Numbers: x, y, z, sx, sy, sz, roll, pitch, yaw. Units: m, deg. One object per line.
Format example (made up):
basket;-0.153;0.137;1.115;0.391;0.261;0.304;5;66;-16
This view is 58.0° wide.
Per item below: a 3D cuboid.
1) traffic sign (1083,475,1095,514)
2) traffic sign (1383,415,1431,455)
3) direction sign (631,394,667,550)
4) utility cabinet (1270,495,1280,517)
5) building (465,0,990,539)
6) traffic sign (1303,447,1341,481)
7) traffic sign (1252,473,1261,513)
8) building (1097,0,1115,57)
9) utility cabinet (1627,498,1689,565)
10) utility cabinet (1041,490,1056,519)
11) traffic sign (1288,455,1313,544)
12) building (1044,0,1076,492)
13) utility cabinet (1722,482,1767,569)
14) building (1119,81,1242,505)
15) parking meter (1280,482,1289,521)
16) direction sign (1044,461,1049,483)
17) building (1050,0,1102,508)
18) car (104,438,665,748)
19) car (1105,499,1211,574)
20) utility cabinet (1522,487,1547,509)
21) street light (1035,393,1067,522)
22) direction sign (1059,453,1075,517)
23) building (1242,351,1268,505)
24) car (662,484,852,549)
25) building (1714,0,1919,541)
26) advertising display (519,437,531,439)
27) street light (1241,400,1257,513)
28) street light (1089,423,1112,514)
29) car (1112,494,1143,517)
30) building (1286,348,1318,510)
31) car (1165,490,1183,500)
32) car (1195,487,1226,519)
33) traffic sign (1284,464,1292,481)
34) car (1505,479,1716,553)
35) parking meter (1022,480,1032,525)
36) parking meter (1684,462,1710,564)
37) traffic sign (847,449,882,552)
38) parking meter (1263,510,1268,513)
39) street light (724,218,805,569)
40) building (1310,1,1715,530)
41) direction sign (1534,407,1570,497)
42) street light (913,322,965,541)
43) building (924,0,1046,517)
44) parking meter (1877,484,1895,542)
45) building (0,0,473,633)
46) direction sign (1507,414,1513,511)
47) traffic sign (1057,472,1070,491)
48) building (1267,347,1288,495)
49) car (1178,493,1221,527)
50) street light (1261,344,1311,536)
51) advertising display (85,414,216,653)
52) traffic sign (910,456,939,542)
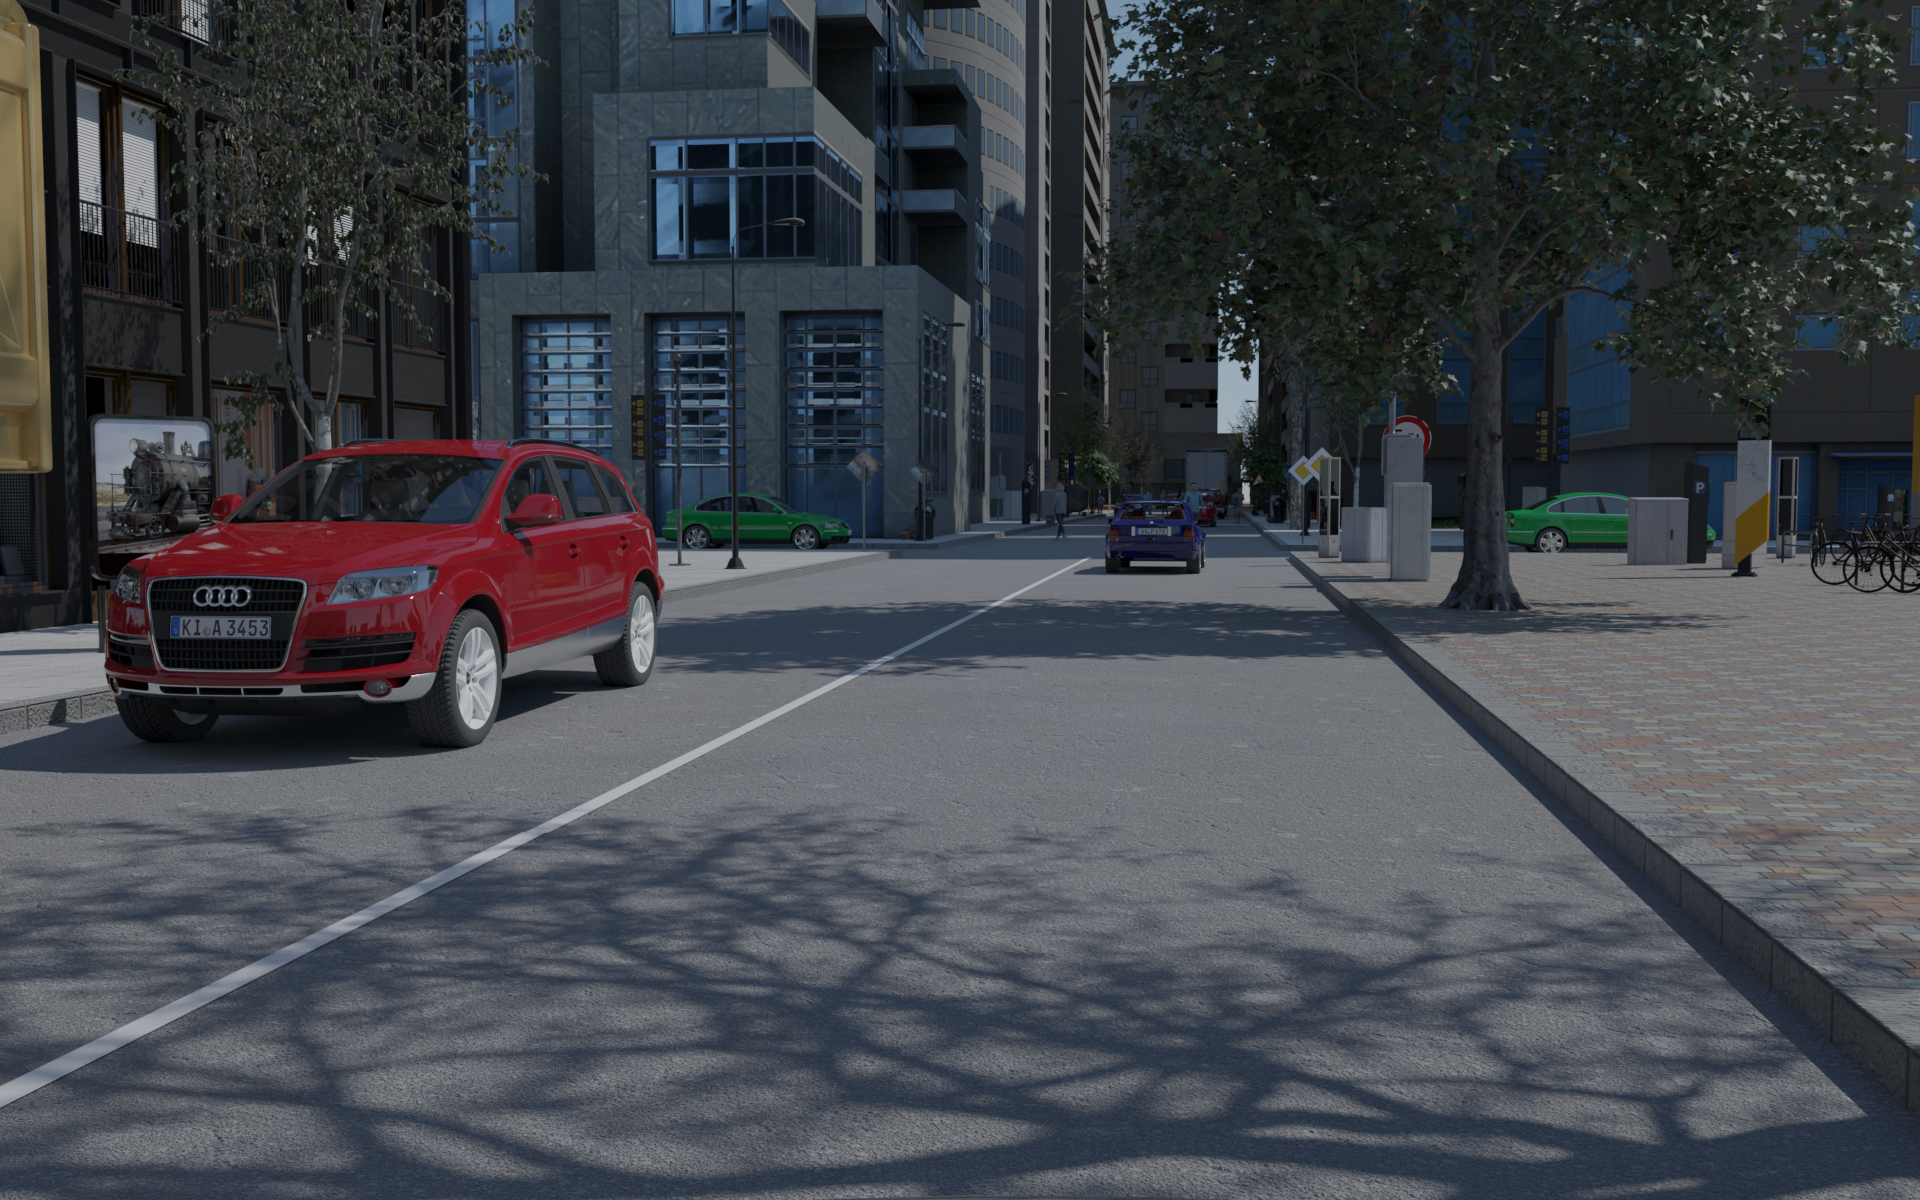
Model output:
traffic sign;8.440;-6.939;113.557;0.768;2.556;0.104;1;4;10
traffic sign;7.243;-1.715;28.141;0.768;2.556;0.104;1;4;9
direction sign;-7.087;-2.905;39.489;0.876;3.537;0.379;1;4;18
utility cabinet;16.671;-4.927;91.723;0.306;1.237;1.020;2;4;26
building;-9.956;-45.918;63.429;22.319;86.520;31.000;1;4;8
traffic sign;7.709;-2.037;36.941;0.795;2.450;0.064;1;4;8
traffic sign;18.664;-6.611;108.092;0.884;2.594;0.081;1;4;10
building;1.752;-36.192;180.983;27.495;52.752;28.713;1;4;8
utility cabinet;12.639;-1.236;31.365;1.020;1.237;0.306;-1;4;-9
utility cabinet;4.543;-4.772;86.706;0.318;1.500;1.173;-2;4;-35
traffic sign;8.883;-2.520;44.840;0.795;2.450;0.064;1;4;8
building;-1.497;-42.397;131.442;20.563;71.187;20.611;1;4;8
utility cabinet;13.501;-1.292;29.802;1.173;1.500;0.318;-3;5;-44
building;22.151;-38.623;220.719;27.495;52.752;28.713;1;4;8
parking meter;15.249;-4.635;81.496;0.399;1.863;0.255;1;4;18
direction sign;5.714;-7.732;118.412;0.876;3.537;0.379;-2;4;-33
building;1.090;-32.376;153.046;21.300;48.544;21.600;1;4;8
car;-3.535;-0.177;11.567;2.281;1.827;5.304;0;4;7
car;3.716;-1.223;32.573;1.945;1.354;3.894;1;4;10
utility cabinet;17.597;-2.714;53.052;0.318;1.500;1.173;0;4;-3
street light;4.199;-6.553;79.686;1.470;5.913;1.316;1;4;8
direction sign;5.877;-6.330;95.489;0.876;3.537;0.379;0;4;-7
building;49.394;-34.126;212.576;28.867;44.769;22.147;1;4;8
car;-5.085;-2.126;43.563;4.718;1.807;1.959;0;4;7
building;26.919;-24.596;52.261;14.200;45.320;14.600;1;4;8
advertising display;-4.973;-0.902;19.959;0.123;1.923;0.974;-1;4;-10
street light;14.771;-6.918;85.655;1.470;5.913;1.316;1;4;8
street light;9.130;-8.562;112.532;1.470;5.913;1.316;1;4;8
car;9.966;-5.604;101.405;2.009;1.686;4.222;1;4;9
building;39.451;-17.535;131.739;27.650;21.520;28.899;1;4;8
car;21.366;-10.003;172.228;2.281;1.827;5.304;0;4;7
car;14.201;-5.572;99.772;2.281;1.827;5.304;0;4;7
traffic sign;13.820;-4.389;71.860;0.768;2.556;0.104;1;4;12
car;14.828;-1.895;39.788;4.718;1.807;1.959;0;4;8
parking meter;2.802;-4.109;72.888;0.399;1.863;0.255;0;4;-3
parking meter;13.574;-1.604;31.939;0.399;1.863;0.255;-1;4;-9
traffic sign;-2.125;-2.127;38.418;0.795;2.450;0.064;1;4;8
parking meter;20.531;-6.593;116.203;0.372;1.533;0.369;0;3;0
street light;-3.309;-3.476;29.375;1.470;5.913;1.316;1;4;8
building;22.241;-25.820;72.275;14.600;45.320;14.200;1;4;8
direction sign;15.415;-3.251;45.147;0.876;3.537;0.379;0;4;8
street light;-0.552;-4.557;47.045;1.470;5.913;1.316;1;4;8
building;-6.805;-34.236;101.764;21.231;58.520;28.212;1;4;8
parking meter;23.477;-2.173;43.946;0.372;1.533;0.369;0;3;0
building;-14.468;-11.530;18.198;12.332;23.373;15.834;1;4;8
direction sign;15.769;-3.531;49.726;0.379;3.537;0.876;1;4;10
traffic sign;5.878;-6.009;98.352;0.768;2.556;0.104;1;4;14
building;42.868;-33.906;178.063;21.300;48.544;21.600;1;4;8
car;10.386;-4.116;76.333;2.155;1.783;4.494;1;4;10
street light;10.041;-4.922;53.011;1.470;5.913;1.316;1;4;8
advertising display;-6.619;-0.551;14.229;0.974;1.923;0.123;-3;5;-43
traffic sign;-0.951;-2.610;46.316;0.795;2.450;0.064;1;4;8
